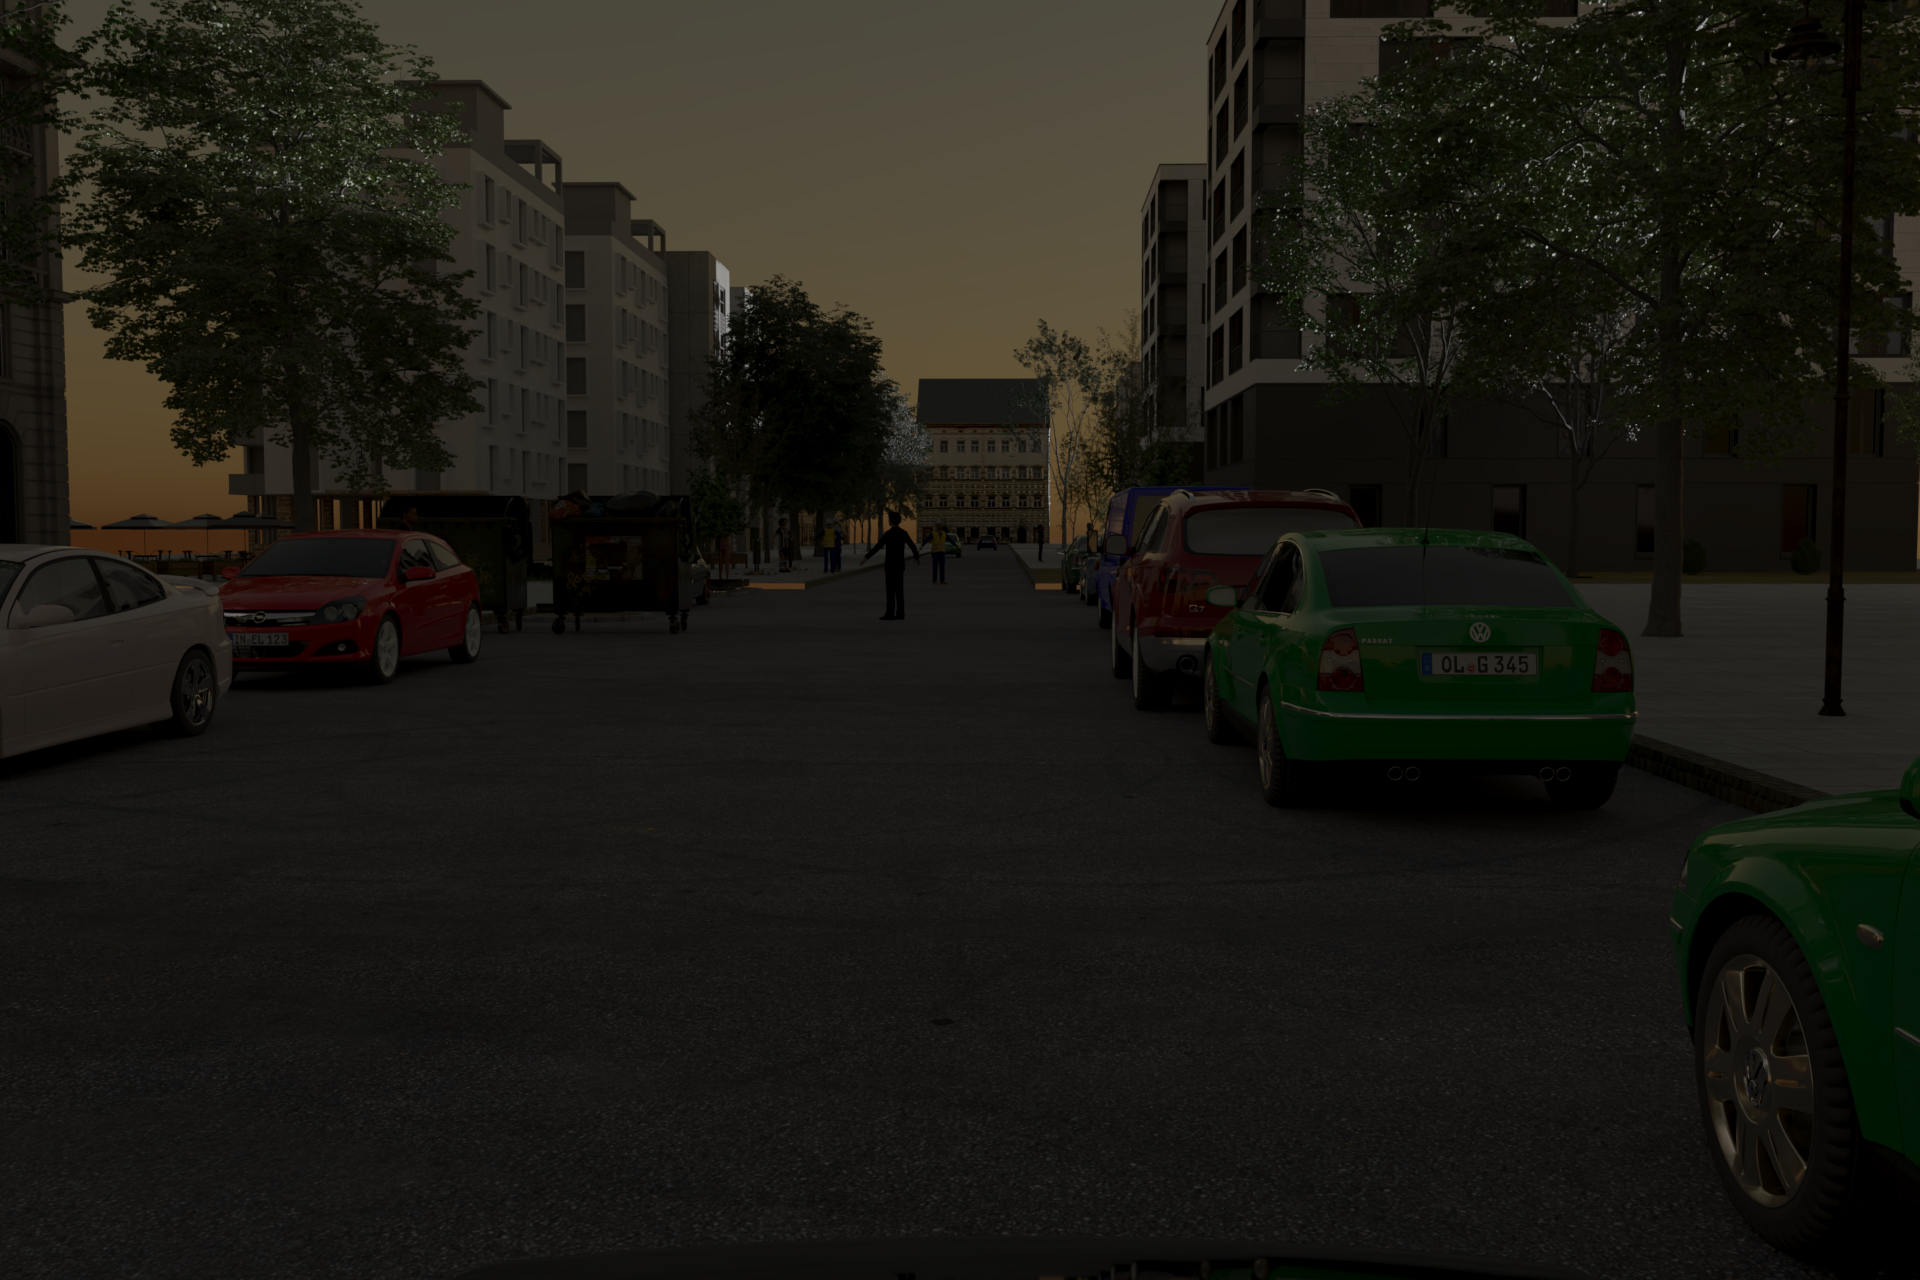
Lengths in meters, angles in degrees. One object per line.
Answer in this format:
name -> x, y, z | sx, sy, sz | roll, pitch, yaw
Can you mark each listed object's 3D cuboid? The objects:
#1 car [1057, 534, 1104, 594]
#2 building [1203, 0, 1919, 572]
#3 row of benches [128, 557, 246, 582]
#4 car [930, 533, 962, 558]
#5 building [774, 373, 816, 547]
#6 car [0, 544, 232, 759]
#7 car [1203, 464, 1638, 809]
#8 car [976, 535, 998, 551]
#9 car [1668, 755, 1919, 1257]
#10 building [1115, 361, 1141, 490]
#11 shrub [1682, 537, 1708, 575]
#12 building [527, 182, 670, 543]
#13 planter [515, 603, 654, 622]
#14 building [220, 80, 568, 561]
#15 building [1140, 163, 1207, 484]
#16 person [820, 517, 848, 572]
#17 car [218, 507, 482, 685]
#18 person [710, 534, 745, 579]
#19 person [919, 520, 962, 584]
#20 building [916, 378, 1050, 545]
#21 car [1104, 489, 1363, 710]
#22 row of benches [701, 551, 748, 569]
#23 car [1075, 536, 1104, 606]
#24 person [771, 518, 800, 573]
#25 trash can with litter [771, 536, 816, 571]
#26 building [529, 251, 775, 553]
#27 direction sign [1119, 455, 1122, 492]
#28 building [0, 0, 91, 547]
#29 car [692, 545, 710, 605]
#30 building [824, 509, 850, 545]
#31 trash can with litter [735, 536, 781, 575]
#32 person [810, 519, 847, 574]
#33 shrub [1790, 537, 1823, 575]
car -> 3.494, -1.915, 43.106 | 2.131, 1.459, 4.920 | 0, 4, 1
building -> 24.228, -14.103, 74.554 | 27.936, 21.610, 32.646 | 0, 4, 1
row of benches -> -20.784, -1.859, 45.853 | 1.422, 0.672, 4.104 | 2, 4, 26
car -> -0.825, -5.934, 105.821 | 1.959, 1.807, 4.718 | 0, 4, 1
building -> -25.193, -21.507, 182.569 | 19.493, 23.208, 18.063 | 0, 4, 2
car -> -6.342, 0.086, 10.950 | 2.083, 1.381, 4.827 | 0, 4, 1
car -> 2.530, -0.100, 10.434 | 1.959, 1.807, 4.718 | 0, 4, 2
car -> 2.349, -8.444, 150.642 | 1.945, 1.354, 3.894 | 0, 4, 2
car -> 2.451, 0.411, 2.079 | 1.959, 1.807, 4.718 | 0, 4, 1
building -> 25.961, -19.529, 185.754 | 16.747, 18.905, 31.486 | 0, 4, 2
shrub -> 22.837, -2.626, 54.046 | 1.383, 1.207, 1.383 | 0, 3, 0
building -> -23.280, -14.566, 94.566 | 16.016, 20.090, 11.380 | 0, 4, 1
planter -> -6.238, -0.490, 29.147 | 1.991, 0.319, 1.994 | 0, 4, 1
building -> -24.862, -13.292, 73.738 | 16.016, 20.090, 11.380 | 0, 4, 1
building -> 25.444, -16.376, 111.725 | 27.936, 21.610, 32.646 | 0, 4, 2
person -> -4.215, -3.232, 58.704 | 0.705, 1.847, 1.347 | 3, 4, 37
car -> -6.314, -0.537, 17.825 | 2.155, 1.783, 4.494 | 0, 4, 1
person -> -6.276, -2.432, 46.564 | 1.217, 1.733, 0.721 | 2, 4, 33
person -> -0.595, -2.515, 49.546 | 1.349, 1.833, 0.705 | -2, 4, -25
building -> 3.293, -25.045, 242.871 | 18.063, 23.208, 19.493 | 0, 4, 1
car -> 2.474, -0.422, 15.581 | 2.281, 1.827, 5.304 | 0, 4, 2
row of benches -> -9.107, -2.930, 63.375 | 1.422, 0.672, 4.104 | 2, 4, 25
car -> 3.424, -1.467, 35.984 | 2.014, 1.417, 4.499 | 0, 4, 2
person -> -5.875, -3.166, 57.906 | 0.704, 1.843, 1.345 | 3, 4, 38
trash can with litter -> -5.882, -3.092, 61.610 | 1.678, 1.210, 2.233 | 0, 4, 1
building -> -23.720, -15.771, 124.307 | 16.747, 18.905, 31.486 | 0, 4, 1
direction sign -> 4.612, -3.538, 49.842 | 0.379, 3.537, 0.876 | 0, 4, 1
building -> -31.122, -11.981, 36.546 | 13.314, 22.015, 24.055 | 0, 4, 2
car -> -5.977, -1.469, 33.804 | 2.009, 1.686, 4.222 | 0, 4, 1
building -> -23.462, -23.130, 209.107 | 19.493, 23.208, 18.063 | 0, 4, 2
trash can with litter -> -6.250, -2.670, 54.706 | 1.678, 1.210, 2.233 | 0, 4, 3
person -> -4.275, -3.050, 56.335 | 1.216, 1.772, 0.721 | -1, 4, -16
shrub -> 26.529, -2.642, 54.306 | 1.383, 1.207, 1.383 | 0, 3, 0
